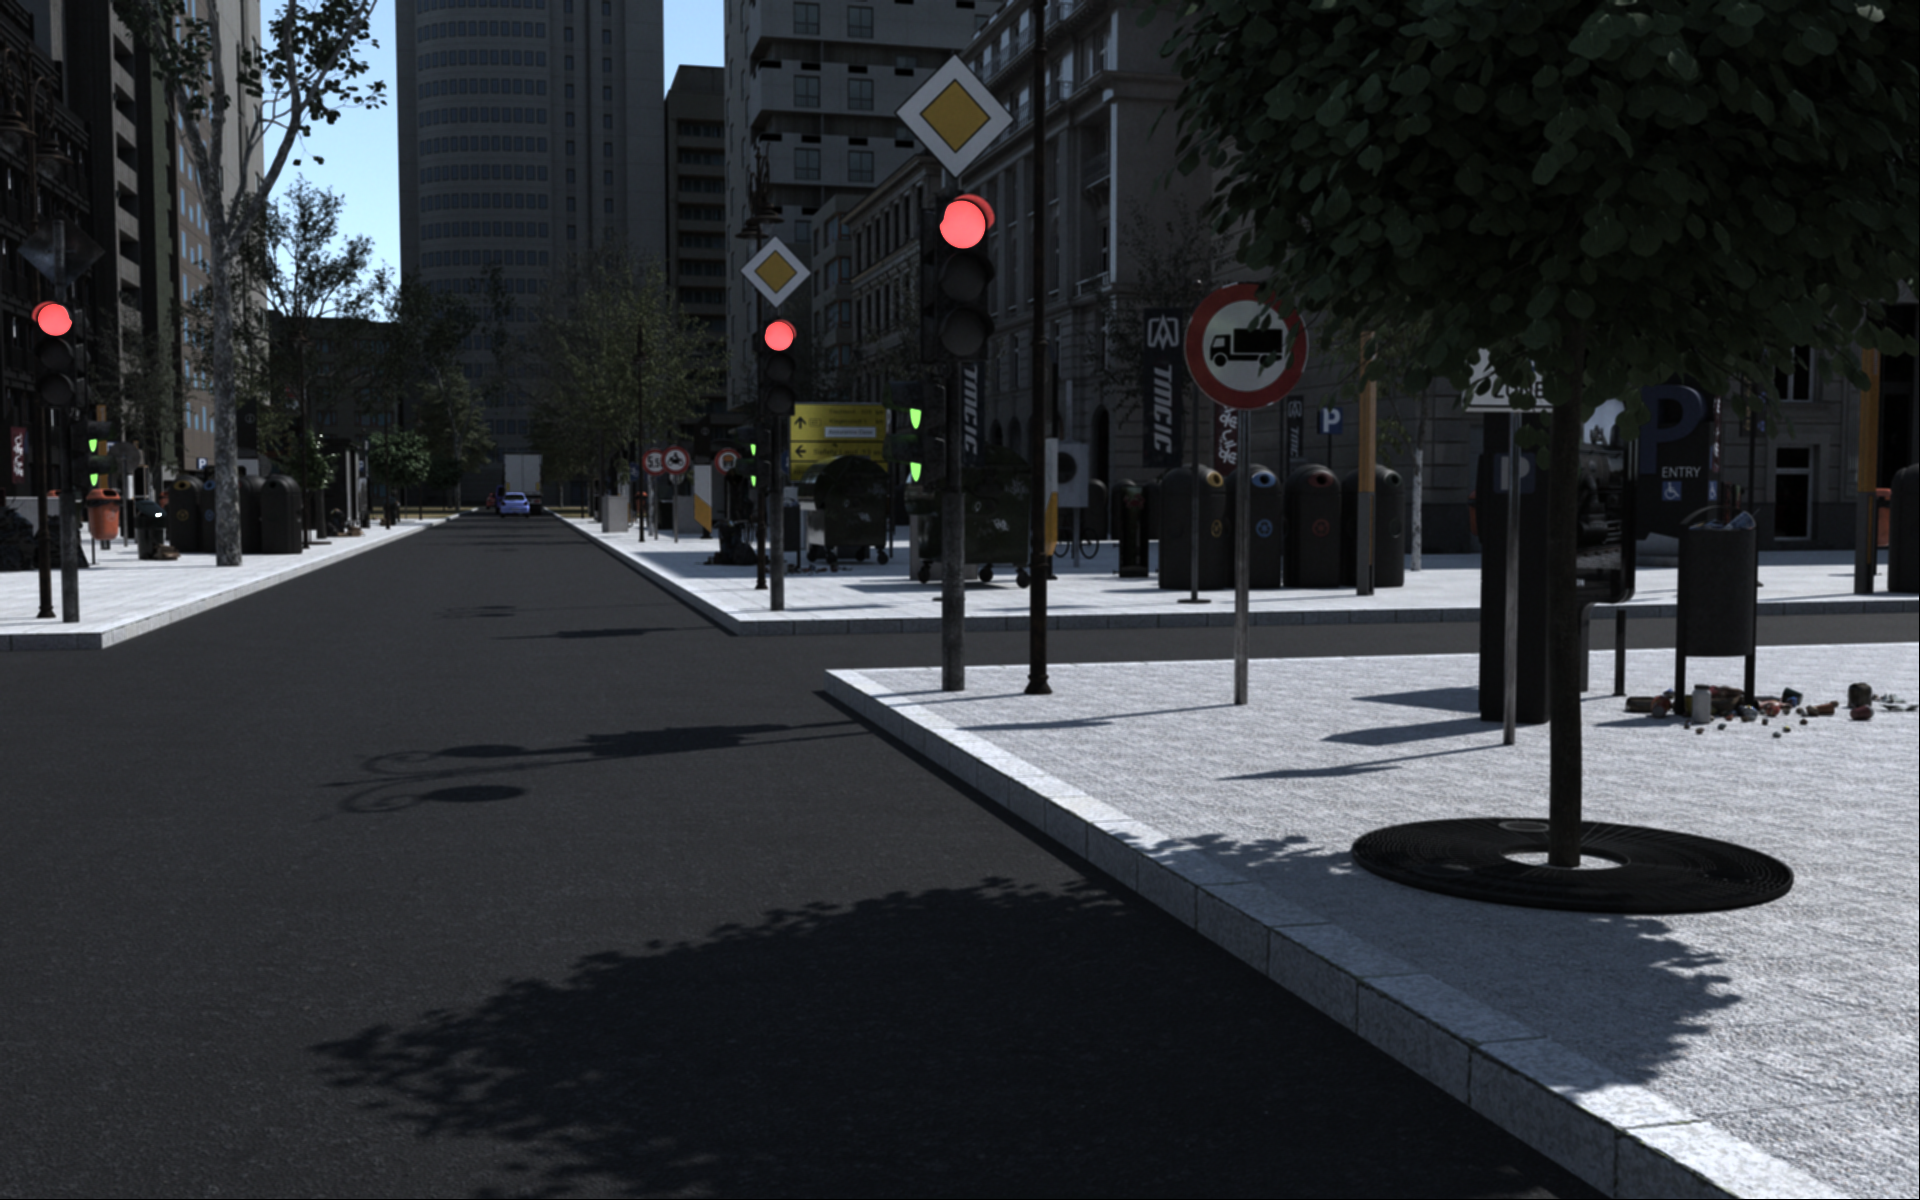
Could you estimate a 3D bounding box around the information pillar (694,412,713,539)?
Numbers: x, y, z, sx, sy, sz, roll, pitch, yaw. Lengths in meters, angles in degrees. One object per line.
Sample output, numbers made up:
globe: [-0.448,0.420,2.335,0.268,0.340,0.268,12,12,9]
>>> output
information pillar: [-7.329,-3.550,49.405,0.504,3.616,0.183,0,4,1]

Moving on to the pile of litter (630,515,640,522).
pile of litter: [-15.420,-4.010,79.536,1.719,0.858,1.176,-1,4,-17]

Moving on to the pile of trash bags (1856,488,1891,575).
pile of trash bags: [15.892,-1.056,27.010,3.447,1.369,1.912,2,4,31]

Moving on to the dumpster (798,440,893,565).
dumpster: [-2.116,-1.808,32.062,1.502,2.255,1.985,-1,4,-14]

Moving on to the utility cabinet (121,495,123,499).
utility cabinet: [-39.355,-4.363,82.497,1.020,1.237,0.306,-1,4,-16]

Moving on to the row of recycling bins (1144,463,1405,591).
row of recycling bins: [4.408,-1.020,23.784,3.534,1.692,1.069,-1,4,-16]

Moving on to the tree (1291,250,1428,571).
tree: [7.407,-4.797,28.796,4.737,8.622,4.395,0,3,0]

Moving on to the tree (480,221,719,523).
tree: [-15.963,-10.212,77.333,12.009,13.543,11.850,0,3,0]

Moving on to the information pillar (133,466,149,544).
information pillar: [-21.188,-2.467,44.821,0.304,2.012,0.304,-1,4,-11]

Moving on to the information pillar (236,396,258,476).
information pillar: [-16.862,-3.038,41.025,0.504,3.616,0.183,-1,4,-19]

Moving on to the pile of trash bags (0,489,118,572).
pile of trash bags: [-16.015,-1.245,30.115,1.912,1.369,3.447,1,4,19]

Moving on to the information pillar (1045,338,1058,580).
information pillar: [1.347,-2.111,25.872,0.183,3.616,0.504,-1,4,-14]

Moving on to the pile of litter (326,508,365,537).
pile of litter: [-18.581,-2.352,52.422,1.176,0.858,1.719,1,4,22]

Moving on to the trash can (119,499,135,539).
trash can: [-23.808,-2.331,49.773,0.748,1.137,0.748,0,3,0]

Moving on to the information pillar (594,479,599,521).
information pillar: [-17.555,-4.856,83.895,0.304,2.012,0.304,0,4,1]

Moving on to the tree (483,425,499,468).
tree: [-47.743,-14.110,165.117,8.767,10.594,7.601,0,4,5]

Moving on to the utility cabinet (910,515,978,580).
utility cabinet: [-0.243,-0.907,25.986,1.020,1.237,0.306,0,4,-2]

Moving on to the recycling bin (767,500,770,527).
recycling bin: [-7.490,-3.438,68.773,0.722,1.027,0.722,0,4,6]

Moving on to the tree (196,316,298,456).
tree: [-29.713,-7.487,72.770,4.737,8.622,4.395,0,3,0]

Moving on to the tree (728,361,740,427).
tree: [-8.980,-8.120,83.127,4.360,8.622,3.978,0,3,0]

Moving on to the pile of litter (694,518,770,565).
pile of litter: [-4.067,-1.078,31.588,1.176,0.858,1.719,-3,5,-43]

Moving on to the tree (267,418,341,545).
tree: [-16.503,-3.026,44.070,1.663,3.219,1.824,0,3,0]

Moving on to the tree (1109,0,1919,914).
tree: [2.163,-1.357,5.904,4.285,4.588,4.351,0,3,0]

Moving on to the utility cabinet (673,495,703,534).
utility cabinet: [-8.781,-2.753,56.173,1.020,1.237,0.306,0,4,2]

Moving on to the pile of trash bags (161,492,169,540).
pile of trash bags: [-21.333,-2.369,48.487,1.912,1.369,3.447,-3,4,-39]

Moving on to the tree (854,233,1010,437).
tree: [-0.757,-6.001,48.478,4.360,8.622,3.978,0,3,0]

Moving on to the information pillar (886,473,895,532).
information pillar: [-2.398,-3.345,59.182,0.304,2.012,0.304,1,4,12]

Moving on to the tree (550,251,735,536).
tree: [-9.274,-6.253,52.607,4.737,8.622,4.395,0,3,0]

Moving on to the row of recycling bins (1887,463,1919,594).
row of recycling bins: [13.804,-0.976,23.069,3.534,1.692,1.069,-1,4,-21]

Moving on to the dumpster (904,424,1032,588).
dumpster: [0.156,-1.330,24.235,1.502,2.255,1.985,-1,4,-14]

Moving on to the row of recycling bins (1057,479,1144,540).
row of recycling bins: [4.204,-2.534,48.545,3.534,1.692,1.069,0,4,-8]

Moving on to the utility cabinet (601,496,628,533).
utility cabinet: [-11.544,-2.861,57.945,0.306,1.237,1.020,2,4,30]

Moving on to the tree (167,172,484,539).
tree: [-18.387,-7.053,49.723,8.767,10.594,7.601,-1,4,-15]

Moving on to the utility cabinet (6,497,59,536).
utility cabinet: [-19.520,-1.551,36.517,1.020,1.237,0.306,-2,4,-30]

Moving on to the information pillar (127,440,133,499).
information pillar: [-36.160,-5.148,75.525,0.183,3.616,0.504,0,4,6]

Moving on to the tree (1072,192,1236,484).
tree: [4.950,-5.579,41.581,4.360,8.622,3.978,0,3,0]

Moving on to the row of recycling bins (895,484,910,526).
row of recycling bins: [-3.608,-3.926,71.307,3.534,1.692,1.069,1,4,21]

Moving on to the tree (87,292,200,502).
tree: [-29.551,-6.886,62.955,4.360,8.622,3.978,0,3,0]

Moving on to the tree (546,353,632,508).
tree: [-18.646,-8.430,88.187,4.360,8.622,3.978,0,3,0]

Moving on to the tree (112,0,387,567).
tree: [-11.537,-10.664,30.241,12.611,20.169,13.585,0,3,0]

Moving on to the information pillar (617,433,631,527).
information pillar: [-12.942,-4.608,66.692,0.504,3.616,0.183,-3,5,-44]

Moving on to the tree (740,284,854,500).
tree: [-5.244,-6.787,61.334,4.360,8.622,3.978,0,3,0]

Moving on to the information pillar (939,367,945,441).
information pillar: [-0.170,-2.472,31.767,0.183,3.616,0.504,-3,4,-38]

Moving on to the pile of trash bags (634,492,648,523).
pile of trash bags: [-13.146,-4.058,76.099,3.447,1.369,1.912,3,5,41]

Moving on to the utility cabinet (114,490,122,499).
utility cabinet: [-41.559,-4.723,85.899,1.173,1.500,0.318,3,4,38]

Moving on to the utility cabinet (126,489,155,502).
utility cabinet: [-36.208,-4.150,76.524,1.173,1.500,0.318,-1,4,-20]

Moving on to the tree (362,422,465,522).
tree: [-25.548,-5.815,78.790,4.285,4.588,4.351,0,3,0]

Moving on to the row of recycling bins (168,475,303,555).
row of recycling bins: [-15.763,-1.869,37.675,3.534,1.692,1.069,2,4,24]

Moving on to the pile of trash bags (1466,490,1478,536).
pile of trash bags: [11.502,-1.546,35.034,3.447,1.369,1.912,-2,4,-35]
